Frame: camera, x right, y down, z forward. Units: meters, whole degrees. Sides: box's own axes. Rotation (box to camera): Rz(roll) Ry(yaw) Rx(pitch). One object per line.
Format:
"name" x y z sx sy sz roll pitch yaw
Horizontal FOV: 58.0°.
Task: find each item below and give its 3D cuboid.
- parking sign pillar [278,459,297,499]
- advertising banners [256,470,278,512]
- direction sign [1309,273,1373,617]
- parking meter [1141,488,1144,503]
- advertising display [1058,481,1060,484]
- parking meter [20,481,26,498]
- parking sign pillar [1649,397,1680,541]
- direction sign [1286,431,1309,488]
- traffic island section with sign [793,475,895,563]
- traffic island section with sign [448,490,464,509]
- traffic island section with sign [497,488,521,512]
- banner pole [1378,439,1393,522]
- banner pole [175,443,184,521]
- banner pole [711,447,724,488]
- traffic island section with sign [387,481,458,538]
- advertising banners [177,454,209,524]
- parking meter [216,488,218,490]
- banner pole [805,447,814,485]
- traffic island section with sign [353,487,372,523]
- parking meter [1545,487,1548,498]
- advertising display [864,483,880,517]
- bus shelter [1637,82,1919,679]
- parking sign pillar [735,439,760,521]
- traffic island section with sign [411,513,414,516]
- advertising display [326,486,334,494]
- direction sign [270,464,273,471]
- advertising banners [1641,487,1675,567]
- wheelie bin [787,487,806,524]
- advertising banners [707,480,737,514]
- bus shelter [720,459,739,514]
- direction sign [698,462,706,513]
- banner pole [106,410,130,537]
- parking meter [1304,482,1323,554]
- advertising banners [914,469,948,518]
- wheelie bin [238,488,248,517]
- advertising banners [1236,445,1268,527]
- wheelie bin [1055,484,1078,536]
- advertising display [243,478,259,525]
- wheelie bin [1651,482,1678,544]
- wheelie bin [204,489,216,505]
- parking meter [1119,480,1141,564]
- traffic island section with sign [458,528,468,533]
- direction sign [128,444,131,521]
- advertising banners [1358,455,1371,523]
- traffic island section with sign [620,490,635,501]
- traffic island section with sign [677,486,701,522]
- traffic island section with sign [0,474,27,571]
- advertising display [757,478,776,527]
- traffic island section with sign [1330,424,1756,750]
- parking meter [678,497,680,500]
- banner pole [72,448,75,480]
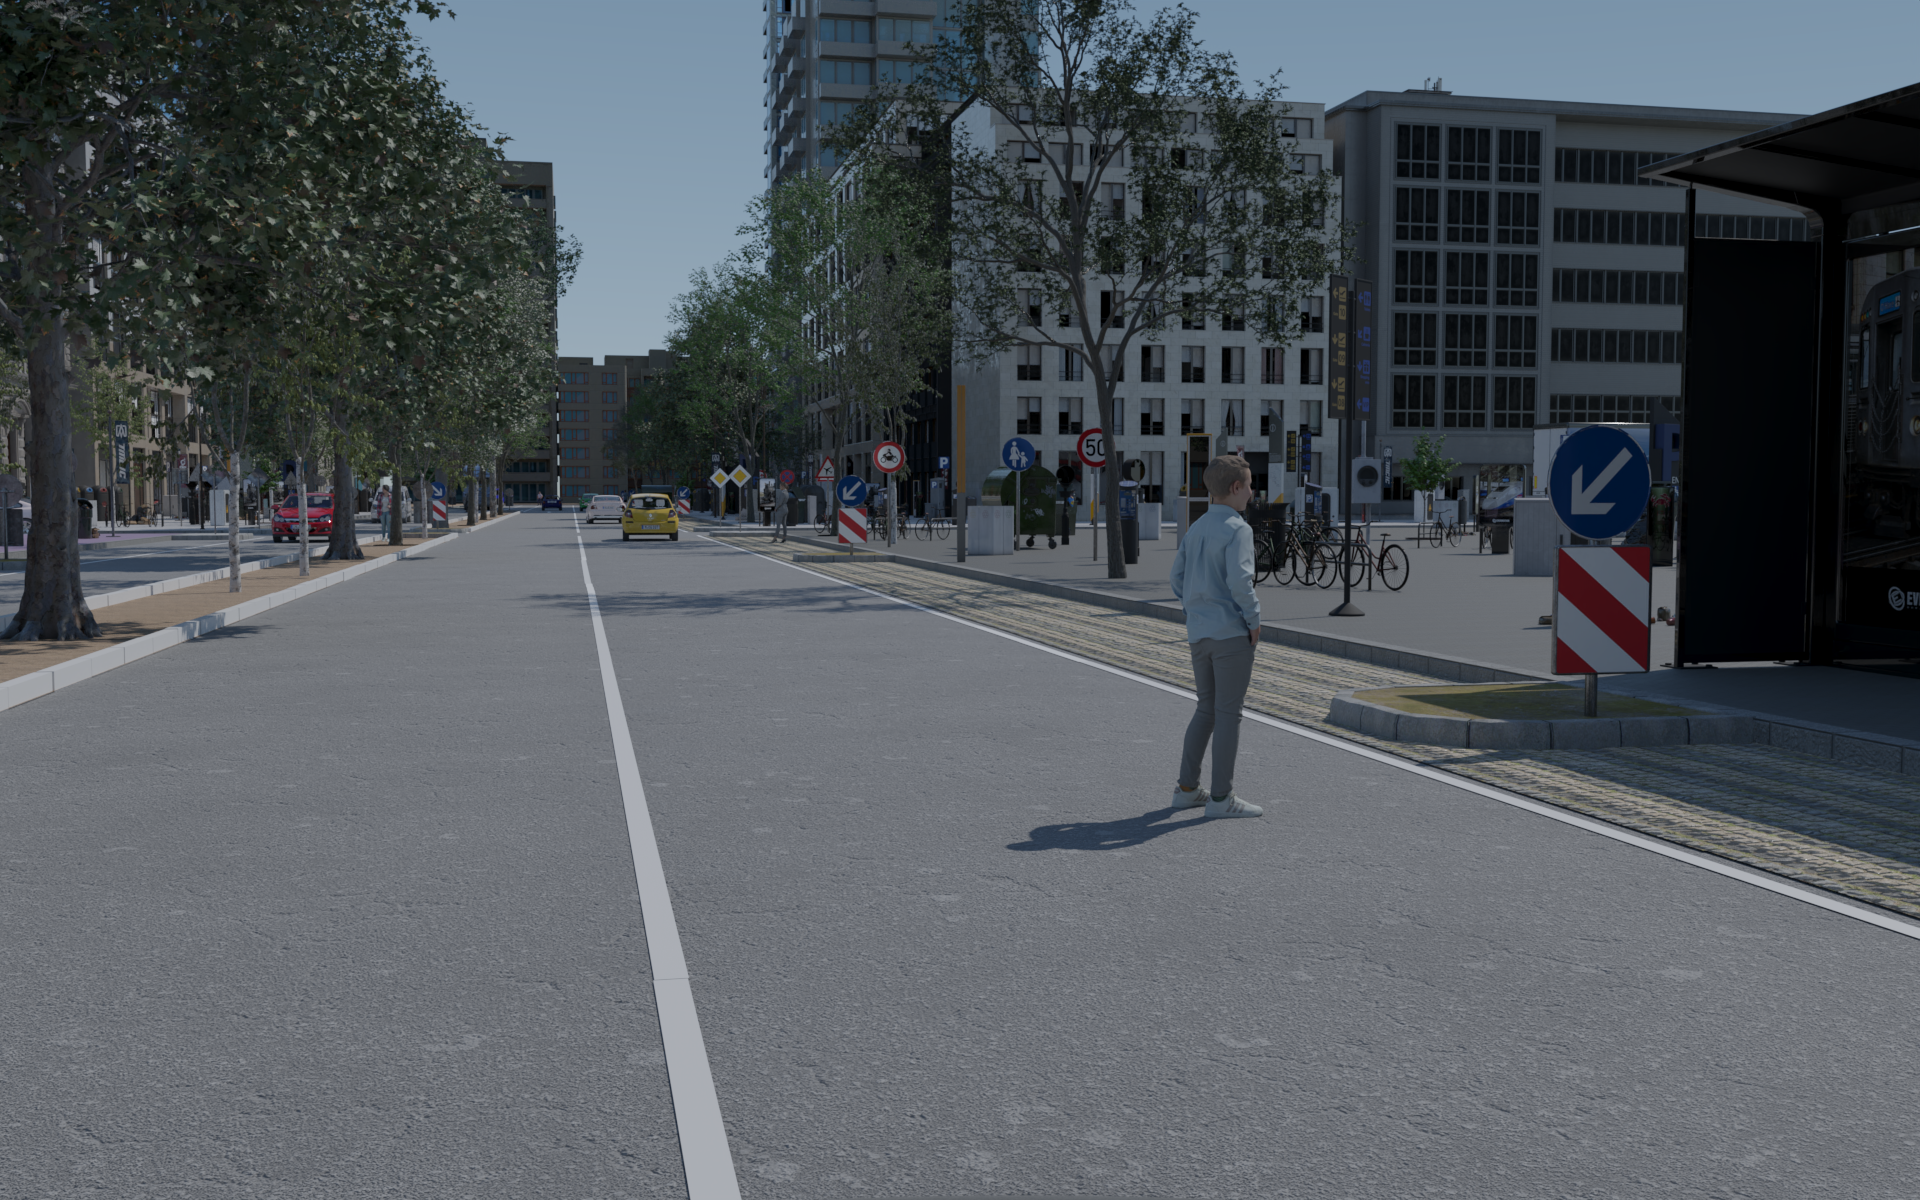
"parking sign pillar" -38.259 -6.759 98.973 1.447 3.967 1.447 -2 4 -32
"advertising banners" -50.033 -7.844 124.444 2.074 3.025 0.090 -2 4 -34
"direction sign" 4.088 -1.602 18.195 0.379 3.537 0.876 3 5 41
"parking meter" 7.265 -3.771 70.073 0.372 1.533 0.369 0 3 0
"advertising display" 4.473 -4.267 74.986 0.123 1.923 0.974 -1 4 -16
"parking meter" -41.372 -4.316 76.284 0.399 1.863 0.255 1 4 18
"parking sign pillar" 19.827 -3.658 48.286 1.447 3.967 1.447 -2 4 -26
"direction sign" 12.075 -4.269 61.790 0.876 3.537 0.379 0 4 2
"traffic island section with sign" -2.529 -1.731 36.932 1.989 1.847 2.006 -1 4 -13
"traffic island section with sign" -47.481 -9.398 162.281 1.989 1.847 2.006 -1 4 -13
"traffic island section with sign" -35.745 -7.898 137.274 2.006 1.907 1.989 -1 4 -13
"banner pole" 19.366 -5.442 78.997 0.863 3.779 0.401 -1 4 -19
"banner pole" -37.543 -5.705 83.294 0.401 3.779 0.863 -1 4 -11
"banner pole" -12.774 -6.226 91.818 0.863 3.779 0.401 0 4 1
"traffic island section with sign" -17.637 -2.972 56.732 2.006 1.907 1.989 -1 4 -13
"advertising banners" -33.001 -4.830 75.152 2.074 3.025 0.090 1 4 8
"parking meter" -31.676 -4.027 74.257 0.372 1.533 0.369 0 3 0
"banner pole" -8.066 -6.270 92.524 0.401 3.779 0.863 -3 5 -41
"traffic island section with sign" -30.563 -4.793 86.996 1.989 1.847 2.006 -1 4 -13
"parking meter" 15.214 -2.209 44.534 0.372 1.533 0.369 0 3 0
"advertising display" -4.982 -5.683 98.132 0.974 1.923 0.123 -2 4 -31
"bus shelter" 6.389 -1.133 9.803 1.731 3.624 6.357 -1 4 -12
"parking sign pillar" -10.181 -5.836 83.898 1.447 3.967 1.447 -2 4 -34
"traffic island section with sign" -36.480 -6.402 113.296 1.989 1.847 2.006 -1 4 -13
"advertising display" -48.300 -7.833 133.281 0.974 1.923 0.123 0 4 -3
"direction sign" -44.843 -7.345 112.089 0.876 3.537 0.379 1 4 8
"advertising banners" 13.095 -2.095 30.439 2.074 3.025 0.090 1 4 14
"wheelie bin" -7.143 -4.107 75.056 0.693 1.594 0.980 2 4 28
"advertising banners" -15.025 -6.888 108.805 2.074 3.025 0.090 -2 4 -28
"bus shelter" -14.891 -7.413 112.481 1.731 3.624 6.357 -1 4 -13
"direction sign" -17.642 -7.729 118.372 0.876 3.537 0.379 3 5 45
"banner pole" -25.178 -3.778 51.795 0.401 3.779 0.863 2 4 24
"parking meter" 7.531 -1.743 36.915 0.372 1.533 0.369 0 3 0
"advertising banners" -1.491 -5.914 92.889 2.074 3.025 0.090 -2 4 -24
"wheelie bin" -40.643 -5.537 98.438 0.693 1.594 0.980 -1 4 -21
"advertising banners" 10.549 -4.063 62.624 0.090 3.025 2.074 3 5 43
"wheelie bin" 3.221 -2.803 53.744 0.980 1.594 0.693 3 5 40
"advertising display" -29.121 -4.033 71.151 0.974 1.923 0.123 2 4 35
"wheelie bin" 17.812 -2.207 43.996 0.980 1.594 0.693 -1 4 -21
"wheelie bin" -43.196 -5.626 99.899 0.980 1.594 0.693 -2 4 -32
"parking meter" 3.081 -1.430 31.793 0.372 1.533 0.369 0 3 0
"traffic island section with sign" -19.253 -3.414 63.961 2.006 1.907 1.989 -1 4 -13
"direction sign" -37.801 -5.309 78.795 0.379 3.537 0.876 -2 4 -30
"advertising banners" 17.866 -4.918 76.593 0.090 3.025 2.074 0 4 -2
"traffic island section with sign" -31.667 -9.656 166.508 1.989 1.847 2.006 -1 4 -13
"traffic island section with sign" -14.606 -5.014 90.614 1.989 1.847 2.006 -1 4 -13
"traffic island section with sign" -18.485 -1.510 33.319 1.989 1.847 2.006 -1 4 -13
"advertising display" -7.662 -3.881 68.662 0.123 1.923 0.974 3 4 36
"traffic island section with sign" 3.386 -0.123 10.632 1.989 1.847 2.006 -1 4 -13
"parking meter" -21.343 -7.562 132.045 0.372 1.533 0.369 0 3 0
"banner pole" -42.865 -5.693 83.095 0.401 3.779 0.863 3 4 37
